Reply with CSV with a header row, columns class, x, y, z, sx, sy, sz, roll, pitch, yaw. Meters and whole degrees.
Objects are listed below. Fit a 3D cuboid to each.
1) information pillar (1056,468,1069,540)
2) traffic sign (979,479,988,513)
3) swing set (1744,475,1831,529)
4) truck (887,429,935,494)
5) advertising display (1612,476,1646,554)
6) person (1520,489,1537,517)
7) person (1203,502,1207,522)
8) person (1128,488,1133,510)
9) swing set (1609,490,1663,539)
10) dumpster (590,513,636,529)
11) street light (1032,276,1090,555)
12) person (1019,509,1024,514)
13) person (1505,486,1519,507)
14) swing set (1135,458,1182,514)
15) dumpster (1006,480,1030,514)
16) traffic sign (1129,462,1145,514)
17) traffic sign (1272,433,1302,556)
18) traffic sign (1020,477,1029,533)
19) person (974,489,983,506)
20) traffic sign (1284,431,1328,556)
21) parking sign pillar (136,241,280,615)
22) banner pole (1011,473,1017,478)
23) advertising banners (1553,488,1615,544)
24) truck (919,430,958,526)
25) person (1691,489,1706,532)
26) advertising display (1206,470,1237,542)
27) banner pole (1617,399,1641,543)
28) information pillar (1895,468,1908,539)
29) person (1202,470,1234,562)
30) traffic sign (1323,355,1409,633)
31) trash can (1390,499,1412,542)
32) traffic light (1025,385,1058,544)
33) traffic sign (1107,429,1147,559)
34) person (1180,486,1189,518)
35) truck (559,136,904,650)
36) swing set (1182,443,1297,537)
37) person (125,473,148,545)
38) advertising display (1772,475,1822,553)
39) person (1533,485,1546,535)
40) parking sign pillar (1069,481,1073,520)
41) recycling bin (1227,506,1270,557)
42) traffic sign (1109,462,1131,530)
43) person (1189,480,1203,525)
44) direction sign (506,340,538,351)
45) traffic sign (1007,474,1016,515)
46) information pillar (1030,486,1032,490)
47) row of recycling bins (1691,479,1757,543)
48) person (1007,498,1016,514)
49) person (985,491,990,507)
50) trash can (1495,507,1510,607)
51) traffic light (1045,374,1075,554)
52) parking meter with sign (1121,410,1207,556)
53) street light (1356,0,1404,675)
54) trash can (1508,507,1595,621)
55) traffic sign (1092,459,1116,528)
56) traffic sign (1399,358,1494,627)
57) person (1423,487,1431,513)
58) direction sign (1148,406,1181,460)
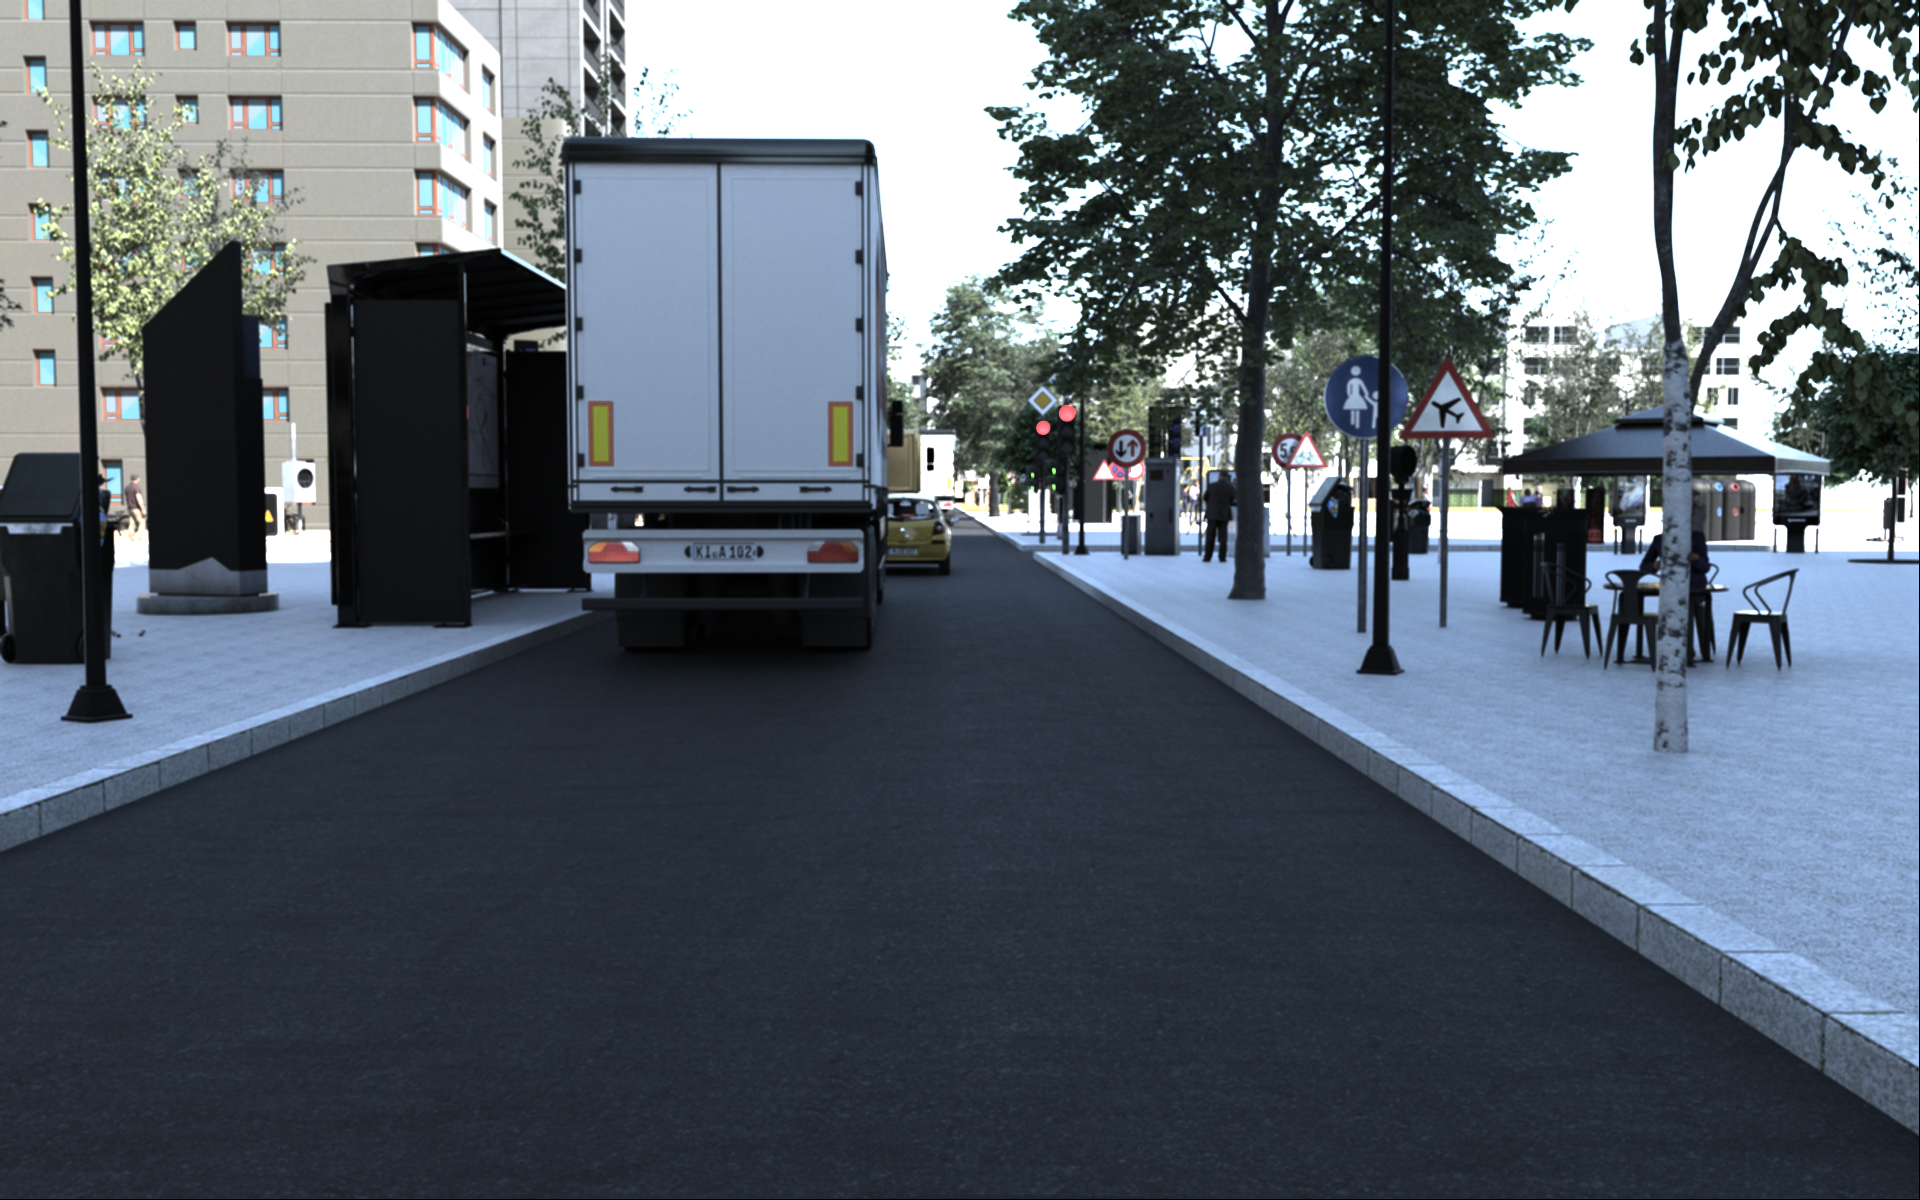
class,x,y,z,sx,sy,sz,roll,pitch,yaw
information pillar,2.895,-2.717,48.918,0.304,2.012,0.304,0,4,-7
traffic sign,1.582,-7.000,116.585,0.606,2.300,0.079,0,4,7
swing set,30.239,-4.061,64.022,3.119,2.851,2.862,-3,5,-42
truck,-2.425,-3.335,50.455,3.469,3.379,9.791,0,4,-1
advertising display,14.297,-1.944,37.000,0.974,1.923,0.123,-2,4,-34
person,15.400,-2.303,46.934,0.421,1.427,0.697,1,4,9
person,11.157,-4.336,77.858,0.530,1.710,0.541,1,4,15
person,13.477,-7.960,136.977,0.721,1.735,1.217,-1,4,-19
swing set,20.458,-3.227,50.376,2.862,2.851,3.119,1,4,21
dumpster,-9.162,-2.405,45.086,1.264,1.857,1.865,0,4,-1
street light,2.039,-3.916,36.561,1.470,5.913,1.316,0,4,-1
person,4.065,-6.505,112.530,0.598,1.807,0.434,-1,4,-19
person,23.590,-4.056,74.056,0.444,1.614,0.593,0,4,-2
swing set,9.440,-4.728,74.926,3.119,2.851,2.862,-1,4,-15
dumpster,3.675,-6.544,109.495,1.502,2.255,1.985,0,4,-1
traffic sign,6.285,-3.822,62.602,0.768,2.556,0.104,0,4,1
traffic sign,6.866,-2.201,36.098,0.768,2.556,0.104,0,4,3
traffic sign,2.253,-3.361,57.087,0.606,2.300,0.079,0,4,1
person,1.910,-10.778,182.269,0.705,1.823,1.348,-3,5,-41
traffic sign,7.110,-2.178,35.609,0.884,2.594,0.081,0,4,5
parking sign pillar,-8.262,-1.863,18.931,1.447,3.967,1.447,1,4,22
banner pole,3.456,-7.687,115.693,0.863,3.779,0.401,-1,4,-20
advertising banners,16.297,-2.954,44.483,2.074,3.025,0.090,3,4,36
truck,-1.463,-5.619,80.789,2.839,4.237,11.283,0,4,0
person,10.108,-0.851,23.861,0.340,1.345,0.435,-1,4,-9
advertising display,7.048,-2.504,46.154,0.974,1.923,0.123,0,4,-7
banner pole,17.683,-3.402,45.636,0.863,3.779,0.401,-3,4,-36
information pillar,26.942,-2.765,49.701,0.304,2.012,0.304,0,4,4
person,4.889,-1.599,32.869,0.565,1.739,0.600,-1,4,-21
traffic sign,3.728,-0.972,15.991,0.768,2.556,0.104,0,4,6
trash can,11.715,-2.126,46.418,0.748,1.137,0.748,0,3,0
traffic light,2.114,-3.417,44.789,0.839,4.253,0.868,0,4,-1
traffic sign,3.259,-2.068,33.910,0.768,2.556,0.104,0,4,4
person,12.154,-5.306,93.718,0.530,1.710,0.541,0,4,5
truck,-2.058,-1.855,19.249,2.839,4.237,11.283,0,4,-2
swing set,8.540,-3.380,52.884,2.862,2.851,3.119,0,4,-2
person,-20.923,-2.315,44.024,0.598,1.807,0.434,3,5,40
advertising display,18.243,-1.991,37.762,0.974,1.923,0.123,3,5,41
person,17.908,-2.778,53.665,0.569,1.553,0.471,0,4,5
parking sign pillar,5.927,-5.954,85.814,1.447,3.967,1.447,-1,4,-12
recycling bin,5.895,-1.395,35.363,0.722,1.027,0.722,0,4,-6
traffic sign,5.729,-3.789,62.059,0.768,2.556,0.104,0,4,1
person,9.681,-3.967,70.779,0.709,1.838,0.599,-3,4,-38
direction sign,-6.636,-2.050,25.521,0.876,3.537,0.379,-2,4,-25
traffic sign,3.083,-6.557,107.312,0.768,2.556,0.104,0,4,2
information pillar,5.006,-6.951,118.141,0.304,2.012,0.304,-2,4,-33
row of recycling bins,20.463,-2.437,46.965,3.534,1.692,1.069,-3,5,-40
person,3.307,-6.300,111.585,0.613,1.512,0.480,1,4,13
person,2.927,-9.799,166.273,1.348,1.823,0.705,3,4,37
trash can,6.434,-0.485,19.583,0.748,1.137,0.748,0,3,0
traffic light,2.233,-2.929,36.805,0.839,4.253,0.868,0,4,-1
parking meter with sign,4.254,-2.453,36.368,1.738,3.016,0.543,2,4,24
street light,2.478,-2.429,12.260,1.470,5.913,1.316,0,4,-1
trash can,6.075,-0.369,17.688,0.748,1.137,0.748,0,3,0
traffic sign,5.406,-3.973,64.956,0.884,2.594,0.081,0,4,-1
traffic sign,4.661,-1.017,16.639,0.884,2.594,0.081,1,4,9
person,16.834,-3.308,62.592,0.387,1.526,0.523,1,4,12
direction sign,5.262,-3.217,44.595,0.876,3.537,0.379,2,4,28
